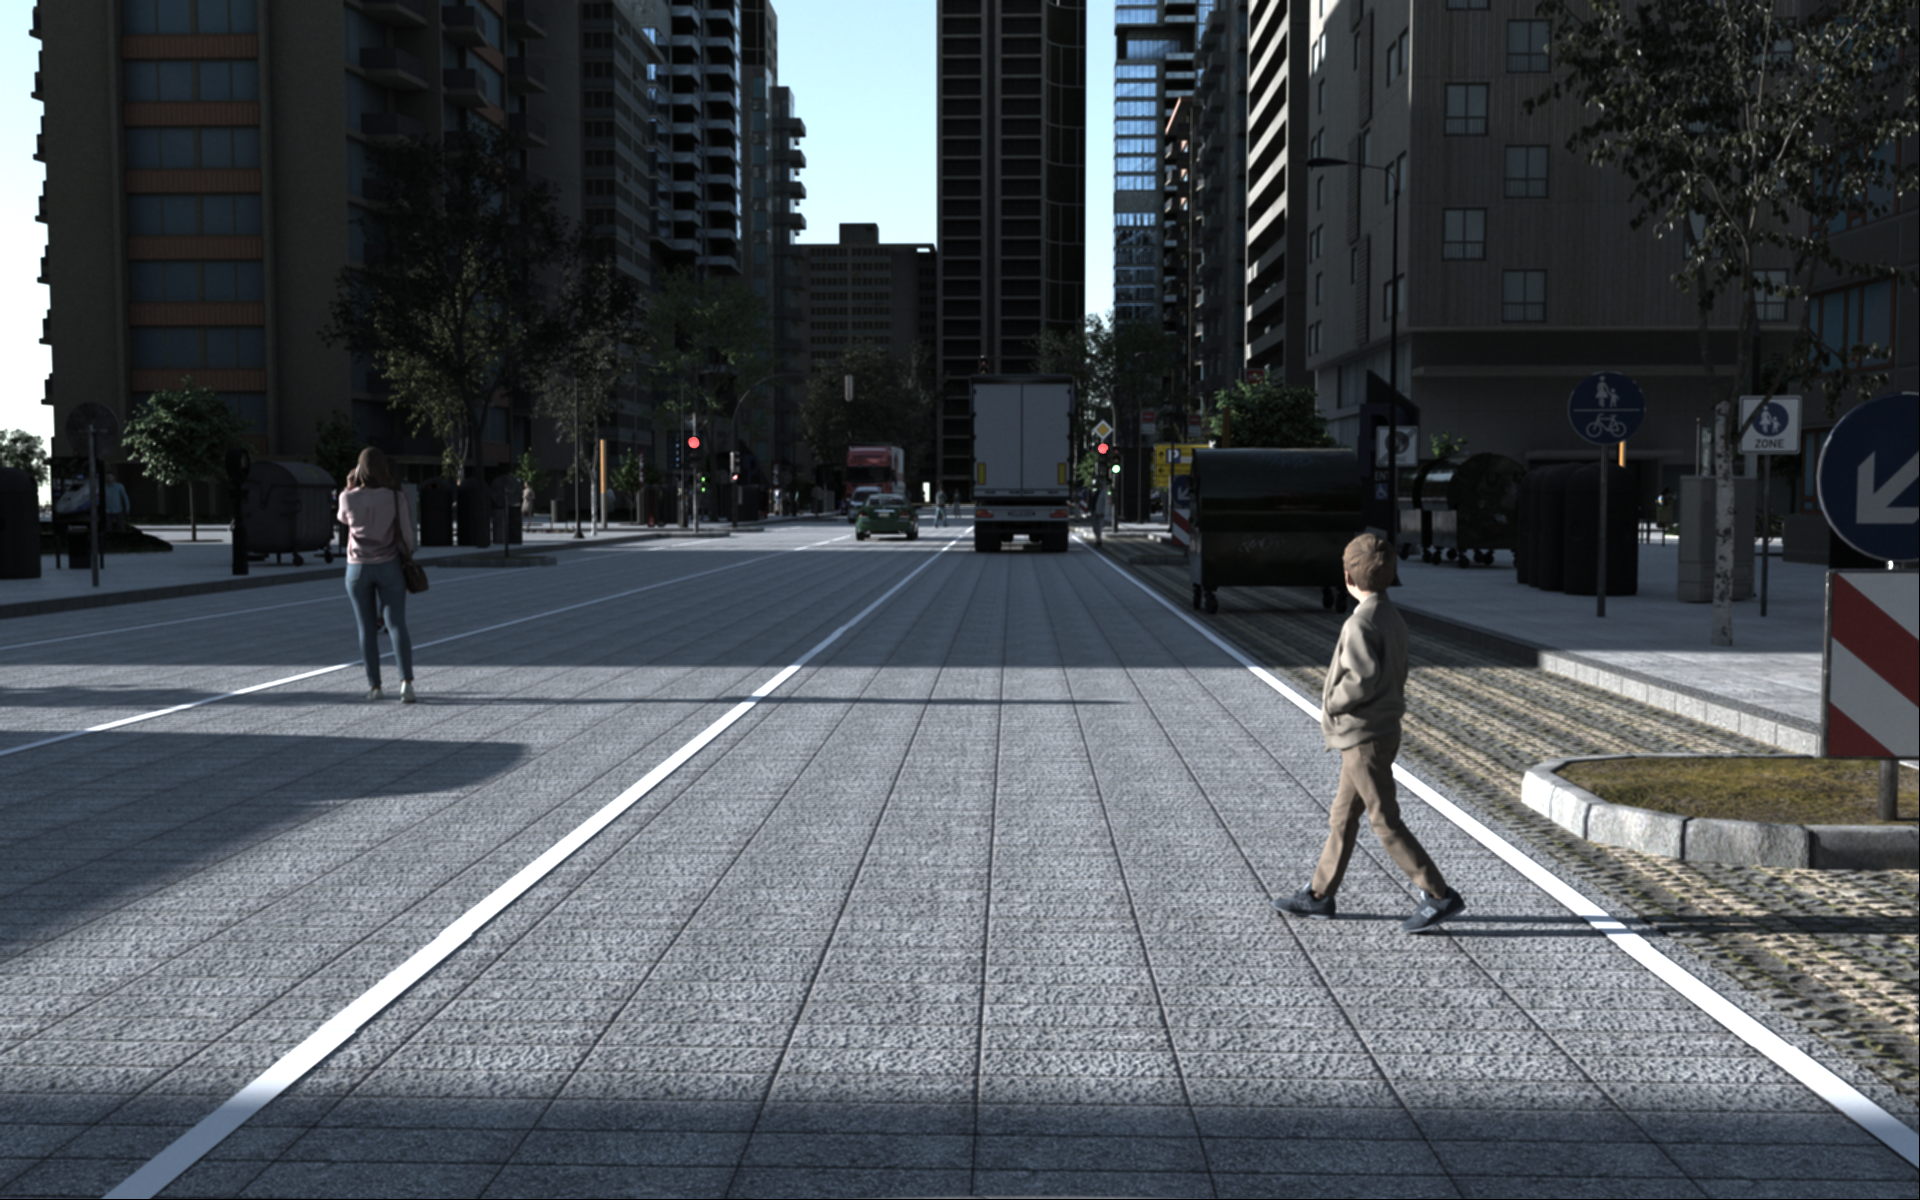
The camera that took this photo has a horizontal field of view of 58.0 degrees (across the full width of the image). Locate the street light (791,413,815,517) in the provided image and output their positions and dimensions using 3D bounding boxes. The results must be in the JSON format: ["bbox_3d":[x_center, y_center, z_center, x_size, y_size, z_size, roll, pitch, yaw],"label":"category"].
[{"bbox_3d":[-8.934,-7.720,98.765,1.470,5.913,1.316,0,4,2],"label":"street light"}]

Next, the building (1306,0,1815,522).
[{"bbox_3d":[33.103,-30.524,88.301,27.495,52.752,28.713,0,4,2],"label":"building"}]

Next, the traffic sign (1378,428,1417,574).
[{"bbox_3d":[6.608,-1.475,26.252,0.606,2.300,0.079,0,4,7],"label":"traffic sign"}]

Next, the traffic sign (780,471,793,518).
[{"bbox_3d":[-9.514,-5.772,94.471,0.768,2.556,0.104,0,4,6],"label":"traffic sign"}]

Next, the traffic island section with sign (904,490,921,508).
[{"bbox_3d":[-5.023,-9.708,167.353,1.989,1.847,2.006,0,4,2],"label":"traffic island section with sign"}]

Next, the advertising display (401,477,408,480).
[{"bbox_3d":[-21.528,-3.719,66.024,0.974,1.923,0.123,-2,4,-30],"label":"advertising display"}]

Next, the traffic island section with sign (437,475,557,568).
[{"bbox_3d":[-9.189,-1.593,34.672,1.989,1.847,2.006,0,4,2],"label":"traffic island section with sign"}]

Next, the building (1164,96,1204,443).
[{"bbox_3d":[33.880,-32.667,188.731,22.147,44.769,28.867,0,4,2],"label":"building"}]

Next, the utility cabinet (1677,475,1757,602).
[{"bbox_3d":[9.063,-0.735,20.698,1.173,1.500,0.318,-3,4,-36],"label":"utility cabinet"}]

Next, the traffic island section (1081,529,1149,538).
[{"bbox_3d":[5.135,-2.138,57.231,2.009,0.180,2.903,0,4,2],"label":"traffic island section"}]

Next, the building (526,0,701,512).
[{"bbox_3d":[-35.966,-26.543,125.859,32.217,40.220,23.993,0,4,2],"label":"building"}]

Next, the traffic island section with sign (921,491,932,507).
[{"bbox_3d":[-4.171,-11.356,194.295,1.989,1.847,2.006,0,4,2],"label":"traffic island section with sign"}]

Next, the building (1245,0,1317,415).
[{"bbox_3d":[33.267,-30.842,127.966,21.300,48.544,21.600,0,4,2],"label":"building"}]

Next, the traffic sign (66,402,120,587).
[{"bbox_3d":[-11.994,-1.459,23.957,0.768,2.556,0.104,0,4,4],"label":"traffic sign"}]

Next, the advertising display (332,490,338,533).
[{"bbox_3d":[-21.034,-3.190,57.378,0.974,1.923,0.123,1,4,13],"label":"advertising display"}]

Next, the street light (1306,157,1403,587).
[{"bbox_3d":[5.467,-3.149,24.031,1.470,5.913,1.316,0,4,2],"label":"street light"}]

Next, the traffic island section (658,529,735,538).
[{"bbox_3d":[-8.799,-2.165,57.673,2.009,0.180,2.903,0,4,2],"label":"traffic island section"}]

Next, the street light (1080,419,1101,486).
[{"bbox_3d":[8.114,-8.208,106.742,1.470,5.913,1.316,0,4,2],"label":"street light"}]

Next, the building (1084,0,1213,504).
[{"bbox_3d":[33.177,-56.919,243.298,31.000,86.520,22.319,0,4,2],"label":"building"}]

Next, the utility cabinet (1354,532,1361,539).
[{"bbox_3d":[6.826,-1.376,31.171,0.318,1.500,1.173,3,4,37],"label":"utility cabinet"}]

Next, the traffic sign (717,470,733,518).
[{"bbox_3d":[-12.454,-5.623,91.934,0.884,2.594,0.081,0,4,3],"label":"traffic sign"}]

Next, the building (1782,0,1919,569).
[{"bbox_3d":[29.021,-10.546,17.465,27.650,21.520,28.899,0,4,2],"label":"building"}]

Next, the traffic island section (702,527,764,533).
[{"bbox_3d":[-8.548,-2.653,65.654,2.009,0.180,2.903,0,4,2],"label":"traffic island section"}]

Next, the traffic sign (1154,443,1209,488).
[{"bbox_3d":[8.942,-4.629,69.553,2.265,3.308,0.079,0,4,4],"label":"traffic sign"}]

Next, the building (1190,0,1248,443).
[{"bbox_3d":[33.118,-32.954,158.404,23.786,49.044,30.456,0,4,2],"label":"building"}]

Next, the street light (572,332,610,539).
[{"bbox_3d":[-10.454,-4.722,49.744,1.470,5.913,1.316,0,4,2],"label":"street light"}]

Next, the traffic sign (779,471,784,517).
[{"bbox_3d":[-9.843,-5.876,96.174,0.768,2.556,0.104,0,4,4],"label":"traffic sign"}]

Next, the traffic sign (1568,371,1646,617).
[{"bbox_3d":[6.704,-1.097,18.036,0.768,2.556,0.104,1,4,10],"label":"traffic sign"}]

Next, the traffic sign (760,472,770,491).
[{"bbox_3d":[-11.606,-6.237,101.981,0.884,2.594,0.081,1,4,8],"label":"traffic sign"}]

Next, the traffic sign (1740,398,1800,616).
[{"bbox_3d":[8.430,-0.977,18.103,0.606,2.300,0.079,1,4,9],"label":"traffic sign"}]

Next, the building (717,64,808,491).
[{"bbox_3d":[-32.886,-35.128,193.952,30.456,49.044,23.786,0,4,2],"label":"building"}]

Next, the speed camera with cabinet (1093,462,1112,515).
[{"bbox_3d":[8.802,-6.747,104.649,0.660,3.252,2.038,-2,4,-28],"label":"speed camera with cabinet"}]

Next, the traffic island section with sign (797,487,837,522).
[{"bbox_3d":[-7.446,-5.010,90.536,1.989,1.847,2.006,0,4,2],"label":"traffic island section with sign"}]

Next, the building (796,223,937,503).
[{"bbox_3d":[-14.752,-34.204,251.112,23.993,40.220,32.217,0,4,2],"label":"building"}]

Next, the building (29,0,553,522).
[{"bbox_3d":[-34.376,-26.640,90.190,22.147,44.769,28.867,0,4,2],"label":"building"}]

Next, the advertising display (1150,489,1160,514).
[{"bbox_3d":[12.244,-6.395,109.775,0.974,1.923,0.123,-2,4,-24],"label":"advertising display"}]

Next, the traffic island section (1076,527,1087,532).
[{"bbox_3d":[5.386,-2.626,65.212,2.009,0.180,2.903,0,4,2],"label":"traffic island section"}]

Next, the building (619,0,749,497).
[{"bbox_3d":[-30.663,-51.523,155.074,22.319,86.520,31.000,0,4,2],"label":"building"}]

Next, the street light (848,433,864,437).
[{"bbox_3d":[-7.989,-9.751,131.978,1.470,5.913,1.316,0,4,2],"label":"street light"}]

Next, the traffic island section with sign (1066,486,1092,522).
[{"bbox_3d":[6.167,-4.975,89.969,1.989,1.847,2.006,0,4,2],"label":"traffic island section with sign"}]

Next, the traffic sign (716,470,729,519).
[{"bbox_3d":[-12.365,-5.487,89.826,0.768,2.556,0.104,0,4,2],"label":"traffic sign"}]

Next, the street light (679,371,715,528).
[{"bbox_3d":[-9.922,-5.683,65.453,1.470,5.913,1.316,0,4,2],"label":"street light"}]

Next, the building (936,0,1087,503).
[{"bbox_3d":[7.368,-49.283,244.024,20.611,71.187,20.563,0,4,2],"label":"building"}]

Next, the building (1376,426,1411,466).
[{"bbox_3d":[62.898,-42.870,242.919,28.212,58.520,21.231,0,4,2],"label":"building"}]

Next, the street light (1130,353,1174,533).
[{"bbox_3d":[6.465,-5.170,57.062,1.470,5.913,1.316,0,4,2],"label":"street light"}]

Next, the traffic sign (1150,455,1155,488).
[{"bbox_3d":[9.350,-5.857,89.628,2.265,3.308,0.079,0,4,2],"label":"traffic sign"}]

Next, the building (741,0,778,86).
[{"bbox_3d":[-37.219,-49.358,245.256,20.611,71.187,20.563,0,4,2],"label":"building"}]

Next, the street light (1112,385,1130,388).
[{"bbox_3d":[7.137,-6.188,73.710,1.470,5.913,1.316,0,4,2],"label":"street light"}]

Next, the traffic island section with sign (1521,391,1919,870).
[{"bbox_3d":[3.575,0.069,7.496,1.989,1.847,2.006,0,4,2],"label":"traffic island section with sign"}]

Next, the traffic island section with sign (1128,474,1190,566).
[{"bbox_3d":[4.457,-1.639,35.418,1.989,1.847,2.006,0,4,2],"label":"traffic island section with sign"}]

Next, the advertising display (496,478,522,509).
[{"bbox_3d":[-17.567,-3.807,67.452,0.974,1.923,0.123,-1,4,-10],"label":"advertising display"}]

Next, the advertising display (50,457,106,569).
[{"bbox_3d":[-15.141,-1.501,29.752,0.974,1.923,0.123,1,4,11],"label":"advertising display"}]
